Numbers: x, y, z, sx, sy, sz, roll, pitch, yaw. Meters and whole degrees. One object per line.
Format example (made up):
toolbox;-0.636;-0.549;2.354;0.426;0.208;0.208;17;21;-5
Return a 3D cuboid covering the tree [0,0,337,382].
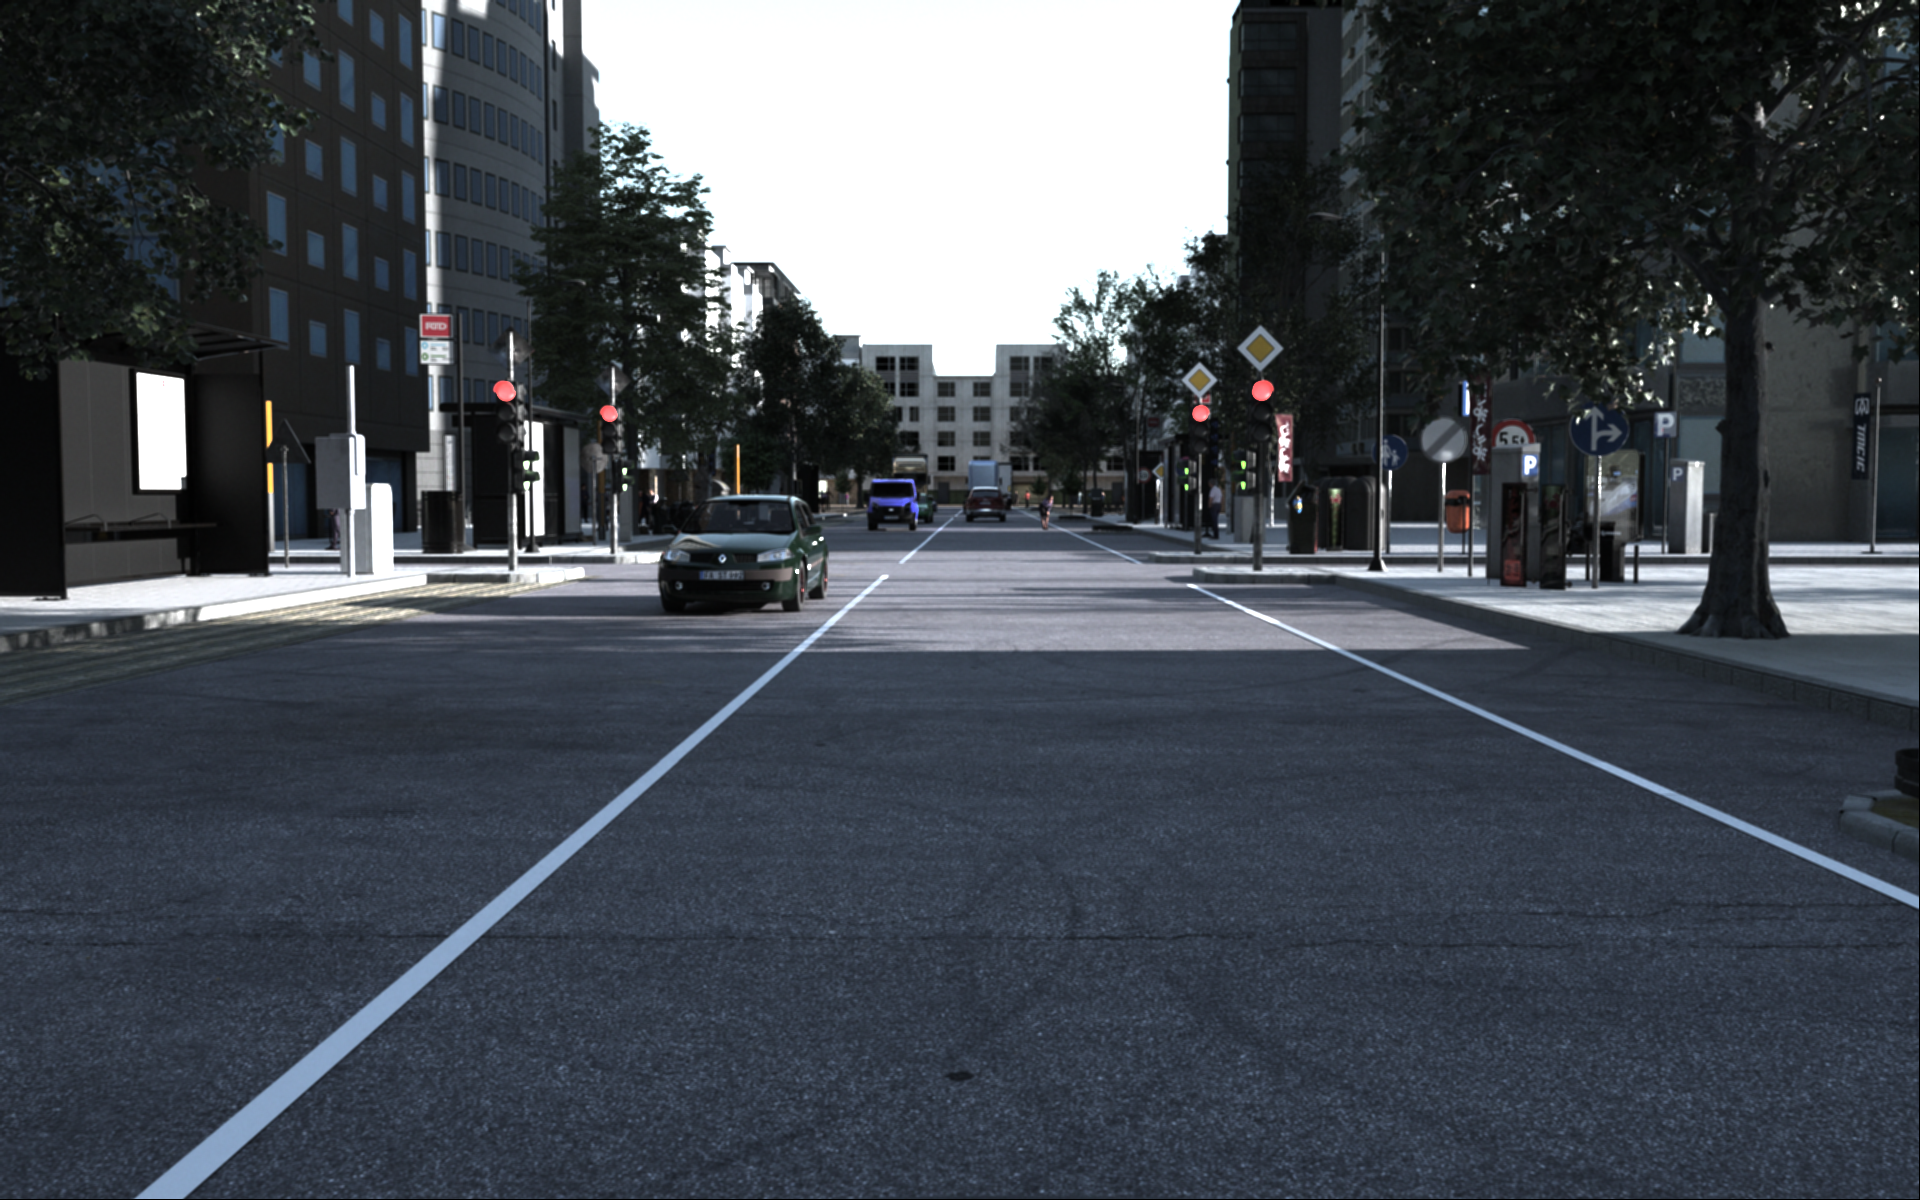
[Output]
tree;-9.859;-6.600;14.571;9.857;13.997;8.962;0;3;0

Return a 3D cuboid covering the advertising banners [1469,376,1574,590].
advertising banners;7.684;-1.695;23.902;0.090;3.025;2.074;-2;4;-24

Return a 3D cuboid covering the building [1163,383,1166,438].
building;25.066;-17.528;143.003;16.016;20.091;11.380;0;4;1

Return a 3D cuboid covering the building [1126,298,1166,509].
building;25.531;-18.225;164.429;16.747;18.905;31.486;0;4;1

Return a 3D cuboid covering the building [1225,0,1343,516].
building;22.880;-20.357;104.534;14.160;30.474;14.107;0;4;1

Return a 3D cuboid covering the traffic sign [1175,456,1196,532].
traffic sign;7.686;-3.590;58.809;0.768;2.556;0.104;0;4;7

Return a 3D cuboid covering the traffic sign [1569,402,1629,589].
traffic sign;8.635;-1.429;23.476;0.768;2.556;0.104;1;4;10

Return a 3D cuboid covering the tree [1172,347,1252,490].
tree;13.053;-8.322;86.430;4.737;8.622;4.395;0;3;0

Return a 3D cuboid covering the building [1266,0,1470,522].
building;32.213;-24.050;85.106;32.217;40.220;23.993;0;4;1

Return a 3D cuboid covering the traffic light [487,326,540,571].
traffic light;-7.486;-2.449;28.968;0.839;4.253;0.868;0;4;1

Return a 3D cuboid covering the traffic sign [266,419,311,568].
traffic sign;-11.701;-1.837;30.035;0.884;2.594;0.081;0;4;3

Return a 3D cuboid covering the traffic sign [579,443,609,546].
traffic sign;-9.095;-2.623;42.998;0.768;2.556;0.104;1;4;10

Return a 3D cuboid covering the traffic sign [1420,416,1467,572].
traffic sign;7.924;-1.736;28.491;0.768;2.556;0.104;0;4;1

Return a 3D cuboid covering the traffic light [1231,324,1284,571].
traffic light;4.954;-2.441;28.832;0.839;4.253;0.868;0;4;1

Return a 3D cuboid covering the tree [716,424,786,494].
tree;-9.751;-5.945;80.919;4.285;4.588;4.351;0;3;0

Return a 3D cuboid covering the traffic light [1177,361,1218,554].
traffic light;5.052;-2.929;36.816;0.839;4.253;0.868;0;4;1

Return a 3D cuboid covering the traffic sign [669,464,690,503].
traffic sign;-11.202;-4.232;69.204;0.884;2.594;0.081;1;4;10

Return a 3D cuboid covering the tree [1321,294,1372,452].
tree;12.844;-6.884;62.922;4.360;8.622;3.978;0;3;0

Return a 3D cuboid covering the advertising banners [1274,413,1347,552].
advertising banners;7.714;-2.565;38.133;2.074;3.025;0.090;-2;4;-30

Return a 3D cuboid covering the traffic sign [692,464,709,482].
traffic sign;-10.968;-4.509;73.730;0.884;2.594;0.081;0;4;1

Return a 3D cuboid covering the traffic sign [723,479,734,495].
traffic sign;-11.168;-5.182;84.724;0.884;2.594;0.081;0;4;4

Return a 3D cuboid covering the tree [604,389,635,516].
tree;-20.714;-9.182;100.483;4.360;8.622;3.978;0;3;0

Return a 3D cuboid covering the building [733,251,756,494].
building;-24.244;-16.710;129.621;16.016;20.091;11.380;0;4;1

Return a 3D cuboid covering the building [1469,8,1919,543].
building;31.901;-26.581;54.208;30.456;49.044;23.786;0;4;1

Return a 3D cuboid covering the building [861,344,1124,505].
building;4.278;-21.136;212.035;31.486;18.905;16.747;0;4;1

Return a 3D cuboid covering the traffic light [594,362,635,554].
traffic light;-7.389;-2.938;36.952;0.839;4.253;0.868;0;4;1

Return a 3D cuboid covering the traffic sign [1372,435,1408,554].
traffic sign;9.209;-2.269;37.211;0.768;2.556;0.104;0;4;2

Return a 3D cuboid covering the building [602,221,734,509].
building;-24.482;-16.015;118.264;16.016;20.091;11.380;0;4;1

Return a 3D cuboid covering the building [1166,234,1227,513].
building;24.504;-16.834;131.650;16.016;20.091;11.380;0;4;1

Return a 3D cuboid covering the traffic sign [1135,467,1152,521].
traffic sign;8.698;-5.015;82.103;0.768;2.556;0.104;1;4;8

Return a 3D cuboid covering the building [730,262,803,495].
building;-32.483;-19.741;166.741;32.646;21.610;27.936;0;4;1

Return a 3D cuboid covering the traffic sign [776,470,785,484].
traffic sign;-9.494;-5.497;89.988;0.768;2.556;0.104;1;4;10

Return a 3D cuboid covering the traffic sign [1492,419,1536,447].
traffic sign;9.359;-1.794;29.444;0.768;2.556;0.104;1;4;9

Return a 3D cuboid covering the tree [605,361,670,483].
tree;-16.273;-8.337;86.671;4.737;8.622;4.395;0;3;0

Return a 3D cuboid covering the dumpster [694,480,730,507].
dumpster;-10.178;-3.992;71.034;1.264;1.857;1.865;0;4;1

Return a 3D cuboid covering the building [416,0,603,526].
building;-30.198;-32.884;79.658;21.231;58.520;28.212;0;4;1

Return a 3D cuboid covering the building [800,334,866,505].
building;-17.159;-21.733;211.760;11.380;20.091;16.016;0;4;1

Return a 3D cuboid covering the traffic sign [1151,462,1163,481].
traffic sign;8.168;-4.306;70.144;0.795;2.593;0.064;0;4;2

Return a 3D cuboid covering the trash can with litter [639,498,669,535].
trash can with litter;-9.707;-2.646;54.646;1.055;1.170;0.624;0;4;6

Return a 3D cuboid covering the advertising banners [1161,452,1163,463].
advertising banners;8.852;-4.599;71.381;0.090;3.025;2.074;-2;4;-26

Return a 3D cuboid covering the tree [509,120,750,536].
tree;-10.537;-8.285;53.586;7.486;12.596;7.792;0;3;0

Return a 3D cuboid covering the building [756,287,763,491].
building;-24.148;-17.453;141.782;16.016;20.091;11.380;0;4;1

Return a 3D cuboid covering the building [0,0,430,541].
building;-25.012;-24.500;50.686;14.600;45.320;14.200;0;4;1
